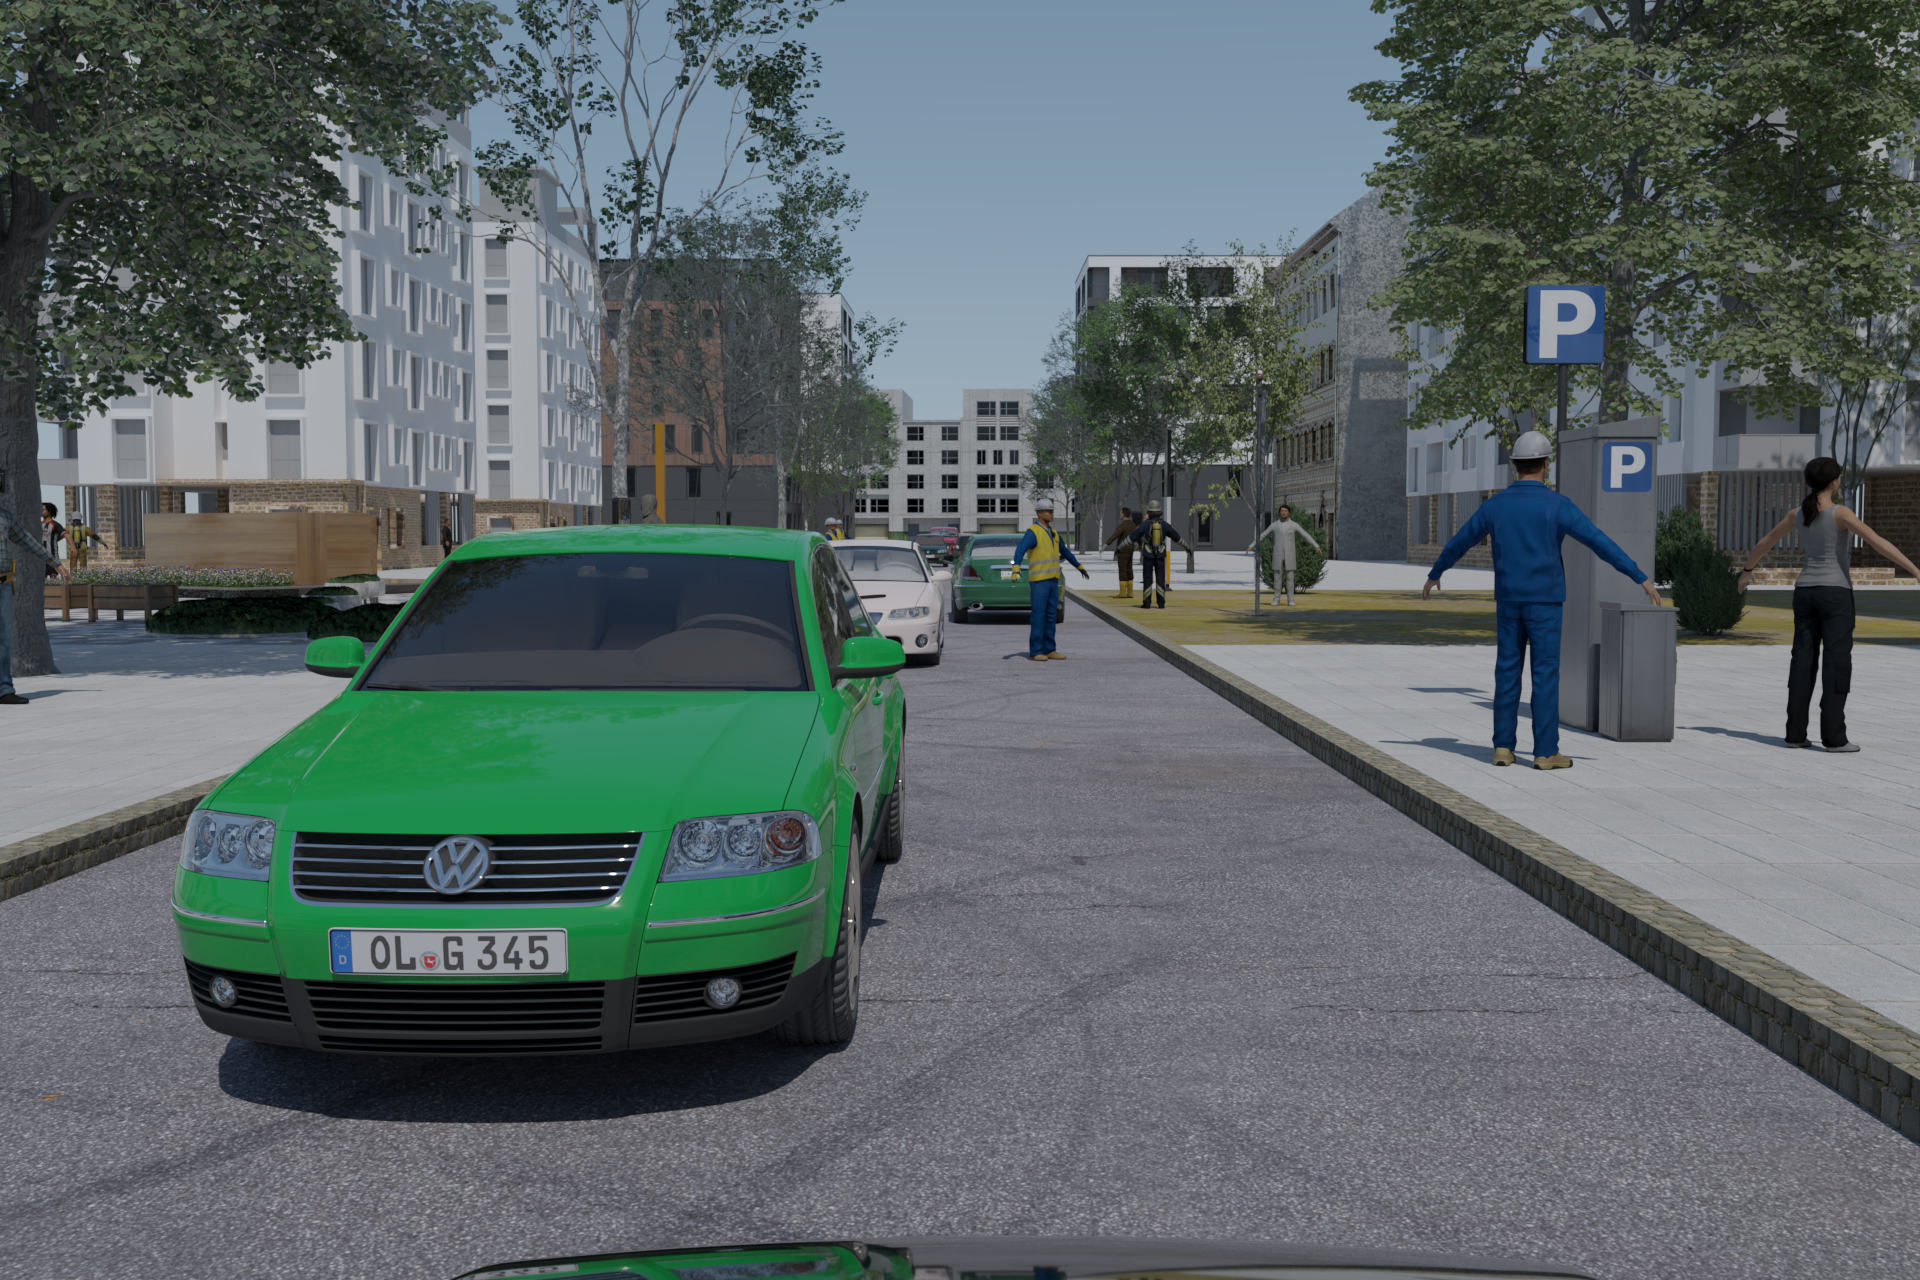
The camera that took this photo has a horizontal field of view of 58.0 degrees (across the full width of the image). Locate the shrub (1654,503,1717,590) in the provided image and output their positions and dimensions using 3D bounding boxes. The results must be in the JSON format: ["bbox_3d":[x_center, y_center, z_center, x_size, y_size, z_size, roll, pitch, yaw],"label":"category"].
[{"bbox_3d":[16.533,-2.164,39.807,1.690,2.028,1.600,0,3,0],"label":"shrub"}]

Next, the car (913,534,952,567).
[{"bbox_3d":[-1.361,-4.045,75.929,2.009,1.686,4.222,0,4,0],"label":"car"}]

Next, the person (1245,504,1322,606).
[{"bbox_3d":[5.767,-1.507,30.829,1.347,1.806,0.705,1,4,15],"label":"person"}]

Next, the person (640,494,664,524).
[{"bbox_3d":[-4.177,-1.045,23.214,0.705,1.813,1.348,1,4,13],"label":"person"}]

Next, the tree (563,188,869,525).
[{"bbox_3d":[-8.380,-9.227,61.227,12.009,13.543,11.850,0,3,0],"label":"tree"}]

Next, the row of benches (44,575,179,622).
[{"bbox_3d":[-13.564,-0.630,25.759,4.104,0.672,1.422,1,4,16],"label":"row of benches"}]

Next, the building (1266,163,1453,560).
[{"bbox_3d":[27.598,-15.999,92.509,19.493,23.208,18.063,0,4,1],"label":"building"}]

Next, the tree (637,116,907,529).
[{"bbox_3d":[-8.923,-13.725,80.293,12.611,20.169,13.585,0,3,0],"label":"tree"}]

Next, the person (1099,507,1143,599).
[{"bbox_3d":[3.272,-1.736,34.516,0.704,1.812,1.346,3,5,42],"label":"person"}]

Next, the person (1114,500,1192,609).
[{"bbox_3d":[3.331,-1.467,29.763,1.354,1.856,0.705,0,4,-4],"label":"person"}]

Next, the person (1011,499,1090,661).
[{"bbox_3d":[0.978,-0.687,19.652,0.705,1.833,1.349,3,5,41],"label":"person"}]

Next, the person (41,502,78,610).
[{"bbox_3d":[-15.506,-1.423,29.408,1.345,1.843,0.704,1,4,15],"label":"person"}]

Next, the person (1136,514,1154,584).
[{"bbox_3d":[4.850,-2.356,44.793,0.705,1.796,1.348,-1,4,-10],"label":"person"}]

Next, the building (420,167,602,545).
[{"bbox_3d":[-26.378,-14.324,90.611,16.016,20.090,11.380,0,4,-1],"label":"building"}]

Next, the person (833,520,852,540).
[{"bbox_3d":[-4.074,-3.235,59.352,0.721,1.772,1.216,3,5,42],"label":"person"}]

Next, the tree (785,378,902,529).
[{"bbox_3d":[-7.613,-11.314,110.735,9.928,11.665,9.643,0,3,0],"label":"tree"}]

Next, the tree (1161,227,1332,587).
[{"bbox_3d":[7.168,-5.612,42.123,4.737,8.622,4.395,0,3,0],"label":"tree"}]

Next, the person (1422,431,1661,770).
[{"bbox_3d":[3.143,-0.224,9.535,1.347,1.842,0.705,3,5,41],"label":"person"}]

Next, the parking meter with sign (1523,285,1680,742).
[{"bbox_3d":[4.243,-0.927,11.416,0.543,3.016,1.738,0,4,0],"label":"parking meter with sign"}]

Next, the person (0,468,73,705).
[{"bbox_3d":[-7.224,-0.431,12.886,0.704,1.849,1.345,1,4,19],"label":"person"}]

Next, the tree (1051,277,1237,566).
[{"bbox_3d":[7.518,-8.844,70.361,9.928,11.665,9.643,0,3,0],"label":"tree"}]

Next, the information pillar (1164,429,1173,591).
[{"bbox_3d":[4.666,-2.910,38.937,0.183,3.616,0.504,0,4,-1],"label":"information pillar"}]

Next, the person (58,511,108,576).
[{"bbox_3d":[-22.044,-2.295,43.285,1.354,1.858,0.705,-2,4,-24],"label":"person"}]

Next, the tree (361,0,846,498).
[{"bbox_3d":[-8.518,-11.452,43.124,12.611,20.169,13.585,0,3,0],"label":"tree"}]

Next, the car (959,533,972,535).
[{"bbox_3d":[0.324,-6.113,108.994,2.155,1.783,4.494,0,4,0],"label":"car"}]

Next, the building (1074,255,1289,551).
[{"bbox_3d":[23.263,-18.308,143.311,27.936,21.610,32.646,0,4,0],"label":"building"}]

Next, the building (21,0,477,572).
[{"bbox_3d":[-25.267,-12.393,59.041,16.016,20.090,11.380,0,4,1],"label":"building"}]

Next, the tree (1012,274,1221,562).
[{"bbox_3d":[7.497,-10.438,81.034,12.009,13.543,11.850,0,3,0],"label":"tree"}]

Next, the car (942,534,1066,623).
[{"bbox_3d":[0.764,-1.076,29.388,2.131,1.459,4.920,0,4,-1],"label":"car"}]

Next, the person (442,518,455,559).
[{"bbox_3d":[-17.059,-3.150,57.735,0.704,1.802,1.346,-1,4,-8],"label":"person"}]

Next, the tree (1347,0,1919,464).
[{"bbox_3d":[7.754,-6.207,19.606,7.486,12.596,7.792,0,3,0],"label":"tree"}]

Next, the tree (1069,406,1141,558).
[{"bbox_3d":[7.435,-8.698,92.576,4.360,8.622,3.978,0,3,0],"label":"tree"}]

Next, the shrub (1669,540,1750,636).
[{"bbox_3d":[9.475,-0.662,21.936,1.383,1.207,1.383,0,3,0],"label":"shrub"}]

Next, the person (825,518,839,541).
[{"bbox_3d":[-2.582,-1.656,35.992,0.721,1.772,1.216,1,4,9],"label":"person"}]

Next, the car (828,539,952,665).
[{"bbox_3d":[-1.126,-0.497,20.482,2.083,1.381,4.827,0,4,0],"label":"car"}]

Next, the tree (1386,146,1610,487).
[{"bbox_3d":[10.211,-4.980,31.789,4.737,8.622,4.395,0,3,0],"label":"tree"}]

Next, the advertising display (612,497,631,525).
[{"bbox_3d":[-5.999,-1.562,30.746,0.123,1.923,0.974,0,4,2],"label":"advertising display"}]

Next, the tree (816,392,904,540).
[{"bbox_3d":[-7.658,-12.093,123.468,9.928,11.665,9.643,0,3,0],"label":"tree"}]

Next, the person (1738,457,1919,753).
[{"bbox_3d":[5.164,-0.213,10.286,0.721,1.737,1.217,-2,4,-32],"label":"person"}]

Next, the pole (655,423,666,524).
[{"bbox_3d":[-5.504,-2.327,31.894,0.158,3.312,0.155,0,3,0],"label":"pole"}]

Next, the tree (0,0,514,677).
[{"bbox_3d":[-8.741,-6.650,15.387,9.857,13.997,8.962,0,3,0],"label":"tree"}]

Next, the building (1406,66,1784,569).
[{"bbox_3d":[24.750,-13.327,74.324,16.016,20.090,11.380,0,4,1],"label":"building"}]

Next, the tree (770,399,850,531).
[{"bbox_3d":[-8.473,-8.697,92.556,4.360,8.622,3.978,0,3,0],"label":"tree"}]

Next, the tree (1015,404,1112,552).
[{"bbox_3d":[7.363,-11.483,122.158,7.601,10.594,8.767,0,4,-5],"label":"tree"}]

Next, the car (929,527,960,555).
[{"bbox_3d":[-0.870,-5.220,94.017,2.281,1.827,5.304,0,4,0],"label":"car"}]

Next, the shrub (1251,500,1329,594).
[{"bbox_3d":[7.062,-1.994,37.017,1.690,2.028,1.600,0,3,0],"label":"shrub"}]

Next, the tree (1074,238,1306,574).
[{"bbox_3d":[7.281,-7.417,55.672,8.767,10.594,7.601,2,4,32],"label":"tree"}]

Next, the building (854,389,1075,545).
[{"bbox_3d":[0.771,-21.336,217.760,31.486,18.905,16.747,0,4,3],"label":"building"}]

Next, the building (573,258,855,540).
[{"bbox_3d":[-24.041,-18.413,145.033,27.936,21.610,32.646,0,4,1],"label":"building"}]

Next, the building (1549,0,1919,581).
[{"bbox_3d":[24.756,-12.181,55.583,16.016,20.090,11.380,0,4,1],"label":"building"}]

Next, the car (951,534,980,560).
[{"bbox_3d":[0.542,-4.396,81.654,2.009,1.686,4.222,0,4,0],"label":"car"}]

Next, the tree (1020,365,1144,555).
[{"bbox_3d":[7.610,-10.979,105.267,9.928,11.665,9.643,0,3,0],"label":"tree"}]

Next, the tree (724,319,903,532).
[{"bbox_3d":[-8.472,-11.591,99.883,12.009,13.543,11.850,0,3,0],"label":"tree"}]

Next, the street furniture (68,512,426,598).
[{"bbox_3d":[-16.231,-1.931,38.425,9.812,1.723,11.010,2,4,31],"label":"street furniture"}]

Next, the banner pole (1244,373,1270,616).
[{"bbox_3d":[4.662,-2.252,26.840,0.401,3.779,0.863,0,4,1],"label":"banner pole"}]

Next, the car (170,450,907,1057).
[{"bbox_3d":[-1.149,0.154,6.285,1.959,1.807,4.718,0,4,1],"label":"car"}]

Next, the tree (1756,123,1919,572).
[{"bbox_3d":[14.942,-4.838,29.470,4.360,8.622,3.978,0,3,0],"label":"tree"}]

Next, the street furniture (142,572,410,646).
[{"bbox_3d":[-7.747,-0.560,24.790,5.734,0.657,10.072,0,4,-1],"label":"street furniture"}]
